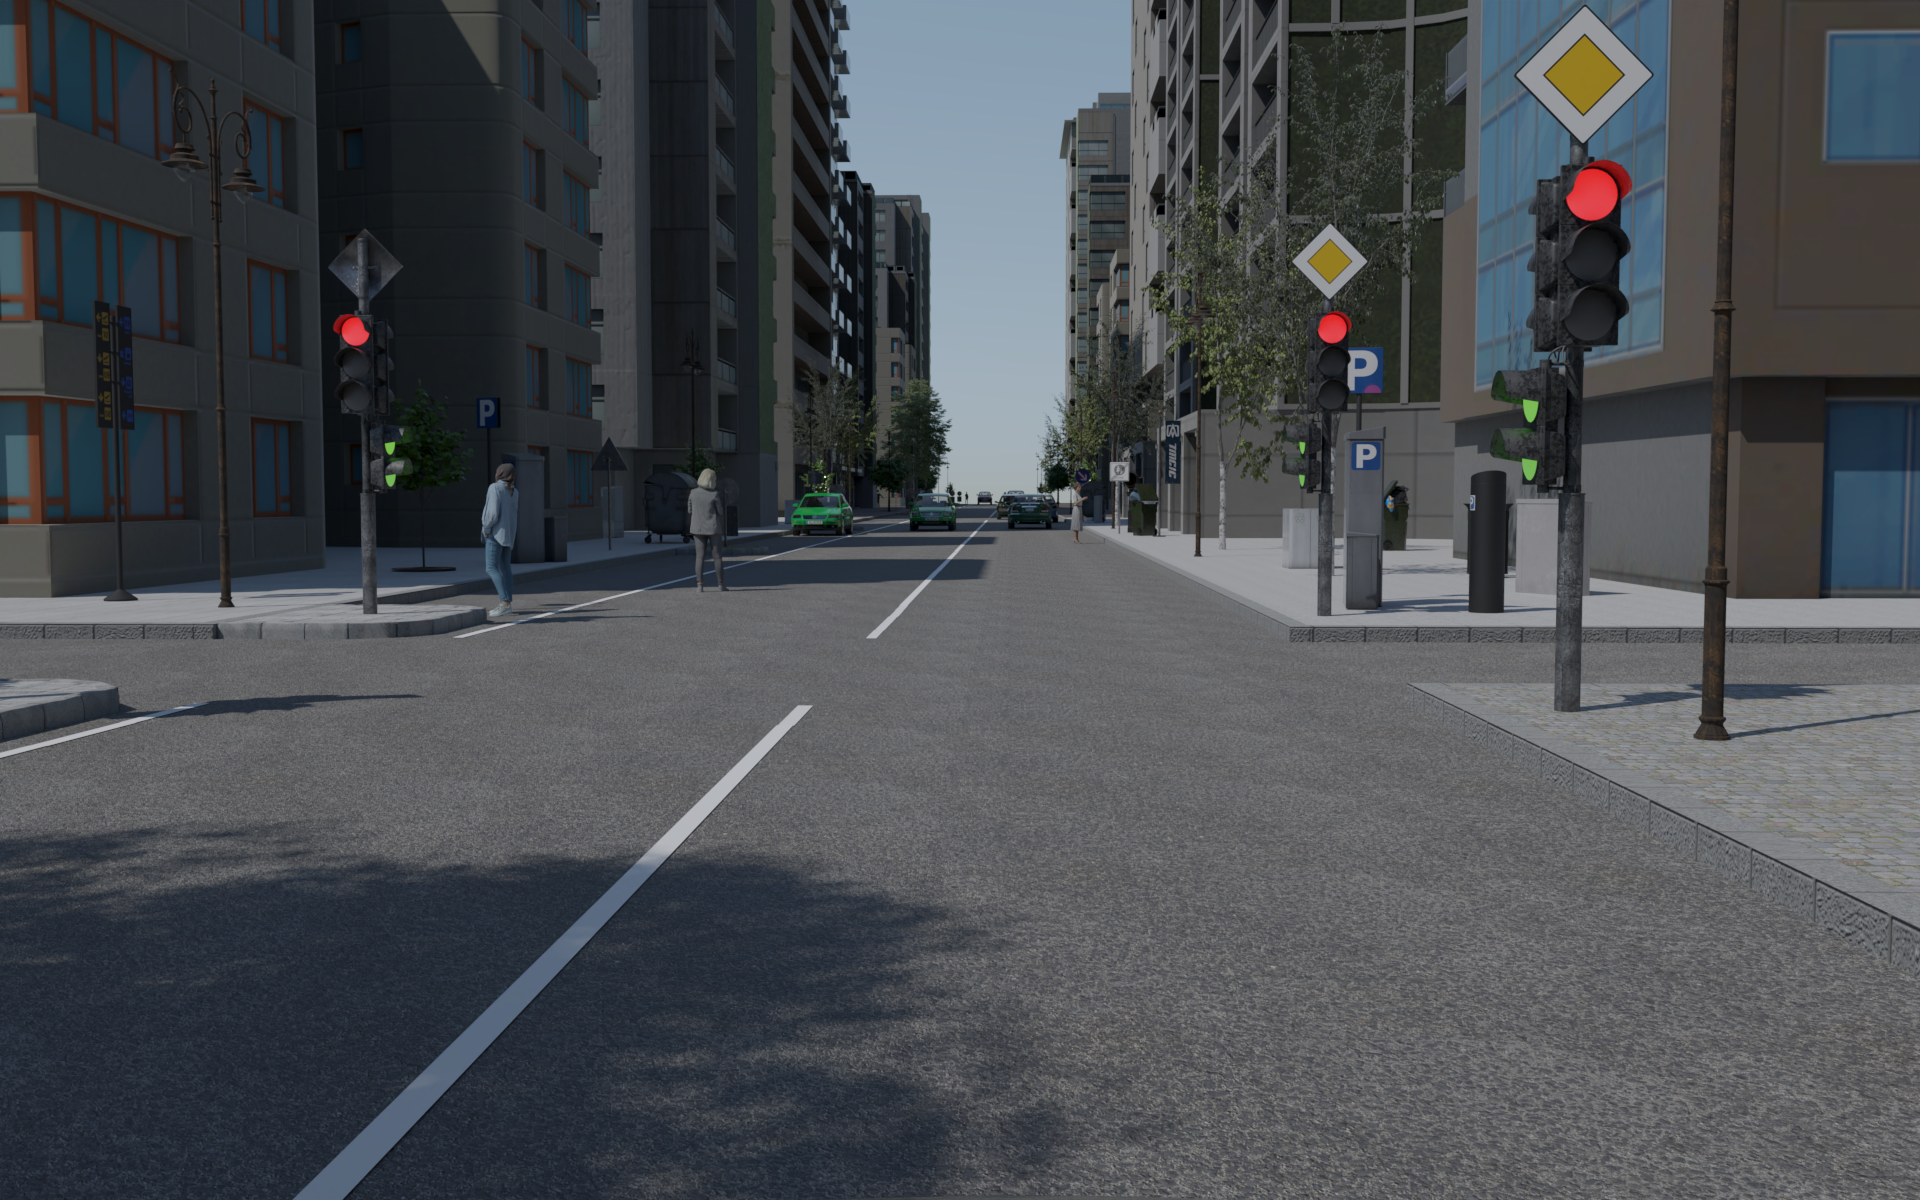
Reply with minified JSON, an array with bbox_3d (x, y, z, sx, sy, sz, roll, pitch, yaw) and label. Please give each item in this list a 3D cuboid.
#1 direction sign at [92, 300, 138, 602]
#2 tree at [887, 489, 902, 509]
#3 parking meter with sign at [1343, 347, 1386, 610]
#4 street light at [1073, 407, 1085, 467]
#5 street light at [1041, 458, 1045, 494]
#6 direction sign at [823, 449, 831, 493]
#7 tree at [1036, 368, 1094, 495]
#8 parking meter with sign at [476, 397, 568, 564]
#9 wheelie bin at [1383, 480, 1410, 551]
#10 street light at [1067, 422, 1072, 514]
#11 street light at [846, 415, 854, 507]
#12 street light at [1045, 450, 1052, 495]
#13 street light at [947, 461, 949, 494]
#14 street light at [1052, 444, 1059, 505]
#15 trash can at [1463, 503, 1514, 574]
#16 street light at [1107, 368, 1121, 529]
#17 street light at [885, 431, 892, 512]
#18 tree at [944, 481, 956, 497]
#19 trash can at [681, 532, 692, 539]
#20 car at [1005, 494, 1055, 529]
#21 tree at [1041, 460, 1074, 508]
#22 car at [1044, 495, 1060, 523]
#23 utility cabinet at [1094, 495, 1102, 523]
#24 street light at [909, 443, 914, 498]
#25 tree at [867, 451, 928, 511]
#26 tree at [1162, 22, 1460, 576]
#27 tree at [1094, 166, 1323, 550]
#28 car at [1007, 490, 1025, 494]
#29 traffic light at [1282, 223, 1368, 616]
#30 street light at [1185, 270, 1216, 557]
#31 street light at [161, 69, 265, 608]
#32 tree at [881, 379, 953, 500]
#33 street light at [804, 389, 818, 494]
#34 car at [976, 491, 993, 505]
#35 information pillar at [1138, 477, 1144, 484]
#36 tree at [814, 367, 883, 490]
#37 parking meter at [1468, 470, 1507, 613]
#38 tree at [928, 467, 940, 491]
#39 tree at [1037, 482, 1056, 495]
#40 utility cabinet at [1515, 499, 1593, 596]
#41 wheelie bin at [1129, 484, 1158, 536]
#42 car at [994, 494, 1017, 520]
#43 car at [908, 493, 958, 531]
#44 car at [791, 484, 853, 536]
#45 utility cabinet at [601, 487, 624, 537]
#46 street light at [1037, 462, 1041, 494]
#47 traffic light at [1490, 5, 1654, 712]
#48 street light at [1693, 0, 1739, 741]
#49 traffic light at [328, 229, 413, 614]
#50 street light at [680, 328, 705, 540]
[{"bbox_3d":[-10.097,-1.757,20.730,0.379,3.537,0.876,0,4,1],"label":"direction sign"},{"bbox_3d":[-5.398,-9.404,148.352,1.663,3.219,1.824,0,3,0],"label":"tree"},{"bbox_3d":[4.614,-1.445,19.884,0.543,3.016,1.738,1,4,10],"label":"parking meter with sign"},{"bbox_3d":[6.465,-7.319,92.452,0.468,5.910,1.993,0,4,2],"label":"street light"},{"bbox_3d":[9.652,-13.622,195.508,0.468,5.910,1.993,0,4,2],"label":"street light"},{"bbox_3d":[-6.728,-5.847,87.593,0.379,3.537,0.876,1,4,18],"label":"direction sign"},{"bbox_3d":[7.431,-9.160,100.123,4.737,8.622,4.395,0,3,0],"label":"tree"},{"bbox_3d":[-8.062,-2.190,32.074,0.543,3.016,1.738,2,4,34],"label":"parking meter with sign"},{"bbox_3d":[9.843,-1.921,39.317,0.693,1.594,0.980,0,4,4],"label":"wheelie bin"},{"bbox_3d":[7.166,-8.496,111.692,0.468,5.910,1.993,0,4,2],"label":"street light"},{"bbox_3d":[-6.040,-7.489,95.235,0.468,5.910,1.993,0,4,2],"label":"street light"},{"bbox_3d":[8.868,-12.021,169.331,0.468,5.910,1.993,0,4,2],"label":"street light"},{"bbox_3d":[-1.660,-16.065,235.442,0.468,5.910,1.993,0,4,2],"label":"street light"},{"bbox_3d":[7.921,-10.249,140.365,0.468,5.910,1.993,0,4,2],"label":"street light"},{"bbox_3d":[8.095,-0.912,26.560,0.748,1.137,0.748,0,3,0],"label":"trash can"},{"bbox_3d":[5.664,-5.568,63.818,0.468,5.910,1.993,0,4,2],"label":"street light"},{"bbox_3d":[-5.073,-9.273,124.395,0.468,5.910,1.993,0,4,2],"label":"street light"},{"bbox_3d":[-1.290,-15.669,250.789,1.663,3.219,1.824,0,3,0],"label":"tree"},{"bbox_3d":[-7.768,-2.350,50.078,0.748,1.137,0.748,0,3,0],"label":"trash can"},{"bbox_3d":[2.944,-3.726,72.713,2.131,1.459,4.920,0,4,3],"label":"car"},{"bbox_3d":[9.031,-10.791,160.145,4.285,4.588,4.351,0,3,0],"label":"tree"},{"bbox_3d":[4.115,-4.673,88.405,2.014,1.417,4.499,0,4,1],"label":"car"},{"bbox_3d":[6.116,-4.014,76.792,0.306,1.237,1.020,1,4,10],"label":"utility cabinet"},{"bbox_3d":[-4.216,-10.996,152.567,0.468,5.910,1.993,0,4,2],"label":"street light"},{"bbox_3d":[-5.377,-9.019,131.168,4.285,4.588,4.351,0,3,0],"label":"tree"},{"bbox_3d":[5.606,-4.689,27.035,4.360,8.622,3.978,0,3,0],"label":"tree"},{"bbox_3d":[6.272,-5.456,39.560,4.737,8.622,4.395,0,3,0],"label":"tree"},{"bbox_3d":[5.208,-9.381,162.047,2.281,1.827,5.304,0,4,1],"label":"car"},{"bbox_3d":[3.816,-1.786,18.116,0.839,4.253,0.868,0,4,2],"label":"traffic light"},{"bbox_3d":[4.874,-3.823,35.293,0.468,5.910,1.993,0,4,2],"label":"street light"},{"bbox_3d":[-8.308,-2.853,19.435,0.468,5.910,1.993,0,4,2],"label":"street light"},{"bbox_3d":[-4.007,-15.413,170.134,7.486,12.596,7.792,0,3,0],"label":"tree"},{"bbox_3d":[-6.588,-6.344,76.509,0.468,5.910,1.993,0,4,2],"label":"street light"},{"bbox_3d":[3.362,-13.835,234.879,2.281,1.827,5.304,0,4,1],"label":"car"},{"bbox_3d":[7.806,-4.316,75.056,0.304,2.012,0.304,0,4,4],"label":"information pillar"},{"bbox_3d":[-6.503,-9.074,98.727,4.737,8.622,4.395,0,3,0],"label":"tree"},{"bbox_3d":[5.705,-0.631,18.734,0.372,1.533,0.369,0,3,0],"label":"parking meter"},{"bbox_3d":[-3.731,-12.675,190.944,4.285,4.588,4.351,0,3,0],"label":"tree"},{"bbox_3d":[12.010,-14.701,234.956,1.663,3.219,1.824,0,3,0],"label":"tree"},{"bbox_3d":[7.598,-0.674,22.182,0.306,1.237,1.020,-2,4,-26],"label":"utility cabinet"},{"bbox_3d":[5.637,-2.775,53.276,0.980,1.594,0.693,-2,4,-27],"label":"wheelie bin"},{"bbox_3d":[2.947,-5.391,97.931,2.009,1.686,4.222,0,4,2],"label":"car"},{"bbox_3d":[-1.064,-3.675,68.882,1.959,1.807,4.718,0,4,1],"label":"car"},{"bbox_3d":[-4.807,-3.178,60.748,1.959,1.807,4.718,0,4,3],"label":"car"},{"bbox_3d":[-10.243,-2.587,50.972,0.318,1.500,1.173,-2,4,-30],"label":"utility cabinet"},{"bbox_3d":[10.521,-15.349,223.739,0.468,5.910,1.993,0,4,2],"label":"street light"},{"bbox_3d":[3.574,-1.297,10.135,0.839,4.253,0.868,0,4,2],"label":"traffic light"},{"bbox_3d":[3.944,-2.209,8.906,0.468,5.910,1.993,0,4,2],"label":"street light"},{"bbox_3d":[-6.291,-1.803,18.406,0.839,4.253,0.868,0,4,2],"label":"traffic light"},{"bbox_3d":[-7.440,-4.621,48.336,0.468,5.910,1.993,0,4,2],"label":"street light"}]
